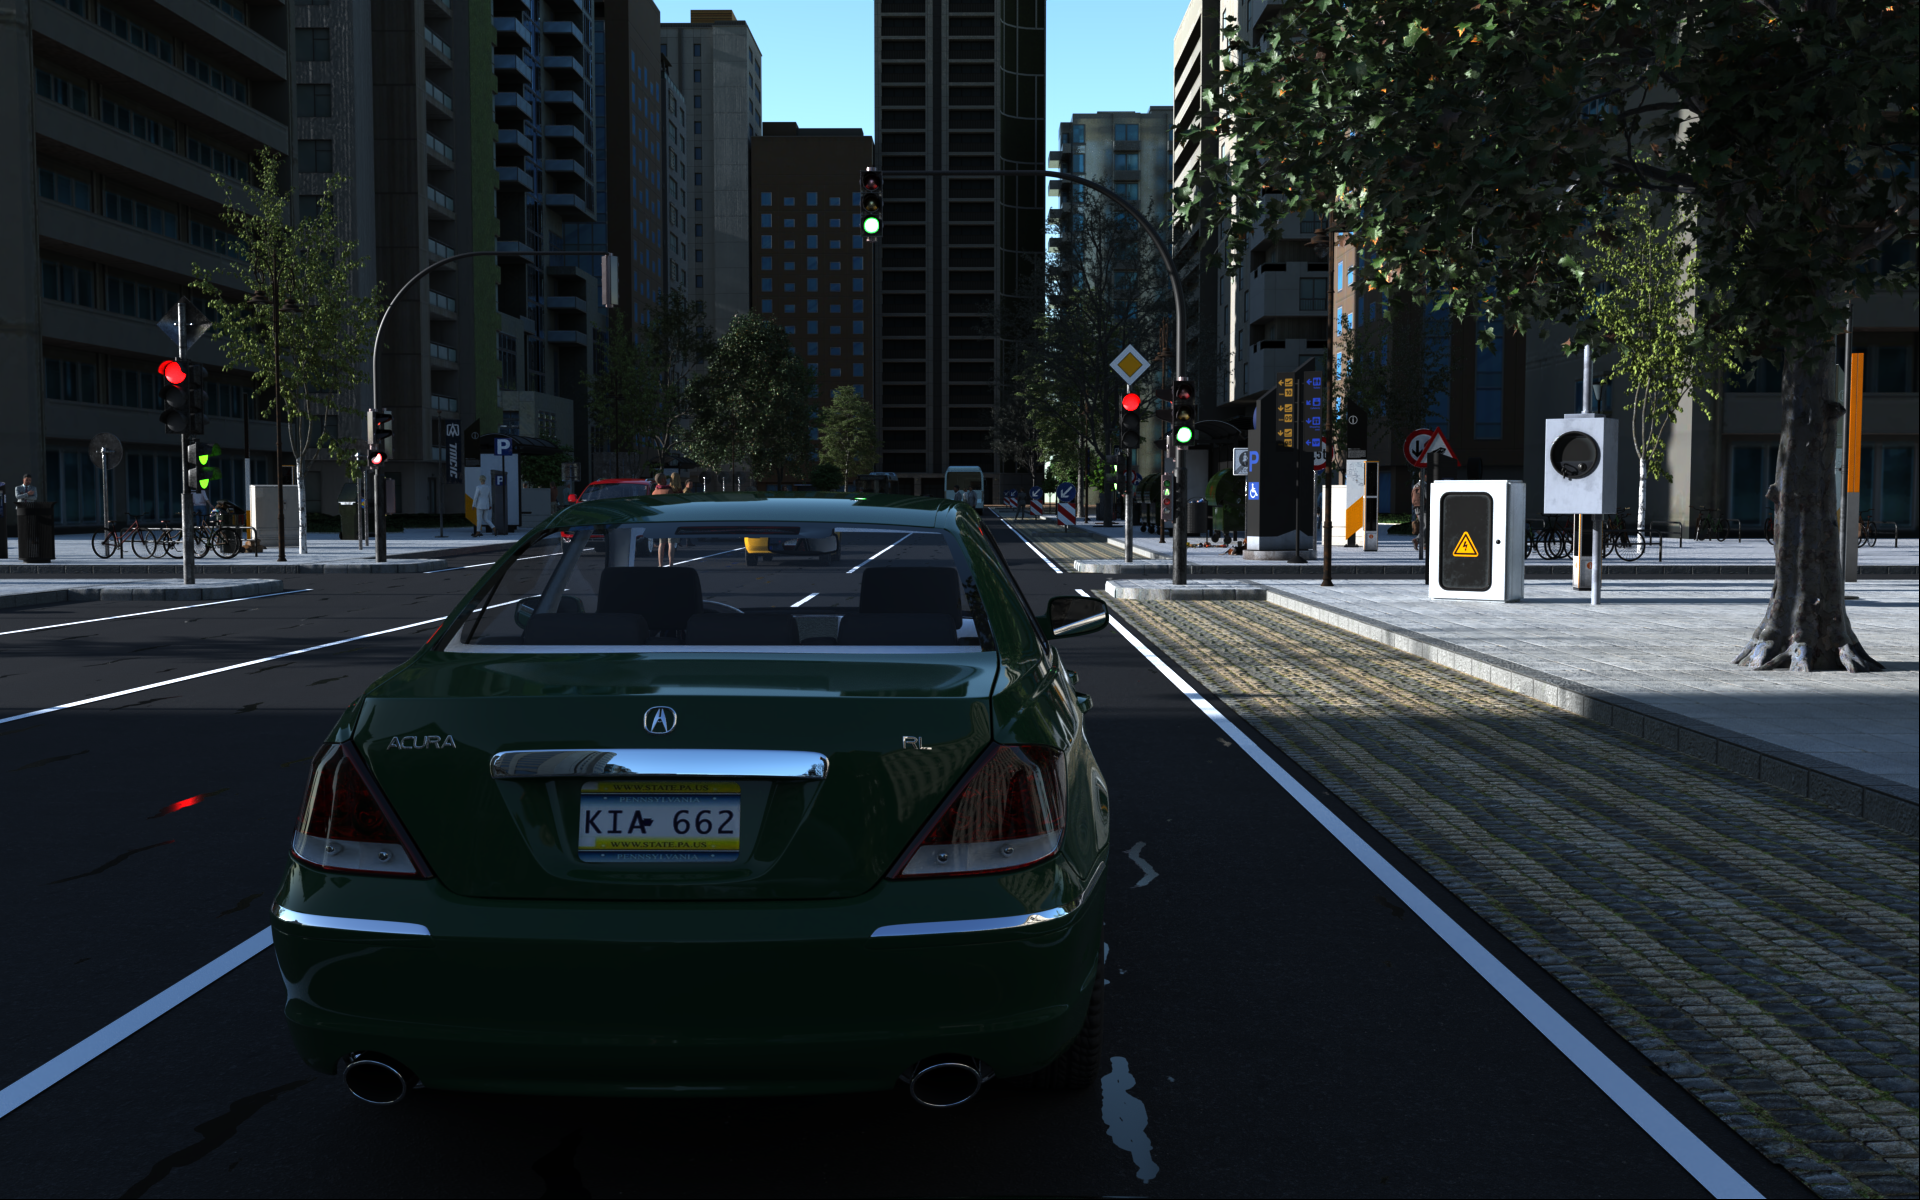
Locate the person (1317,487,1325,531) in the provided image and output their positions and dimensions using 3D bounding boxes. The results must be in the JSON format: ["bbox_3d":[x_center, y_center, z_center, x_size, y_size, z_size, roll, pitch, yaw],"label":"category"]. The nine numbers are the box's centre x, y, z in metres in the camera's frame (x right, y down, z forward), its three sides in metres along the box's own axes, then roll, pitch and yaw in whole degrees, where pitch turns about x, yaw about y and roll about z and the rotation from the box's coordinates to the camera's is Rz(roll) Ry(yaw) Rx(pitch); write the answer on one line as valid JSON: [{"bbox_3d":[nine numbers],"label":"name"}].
[{"bbox_3d":[12.621,-3.182,59.871,0.589,1.601,0.330,2,4,24],"label":"person"}]

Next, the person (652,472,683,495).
[{"bbox_3d":[-5.316,-1.421,31.701,0.580,1.828,0.573,-1,4,-20],"label":"person"}]

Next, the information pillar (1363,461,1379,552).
[{"bbox_3d":[9.187,-2.094,38.734,0.304,2.012,0.304,0,4,6],"label":"information pillar"}]

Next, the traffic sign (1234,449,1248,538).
[{"bbox_3d":[6.371,-2.225,38.503,0.606,2.300,0.079,0,4,3],"label":"traffic sign"}]

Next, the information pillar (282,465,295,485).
[{"bbox_3d":[-17.150,-2.432,44.253,0.304,2.012,0.304,-1,4,-12],"label":"information pillar"}]

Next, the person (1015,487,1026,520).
[{"bbox_3d":[3.172,-5.029,90.997,0.520,1.790,0.573,-3,4,-38],"label":"person"}]

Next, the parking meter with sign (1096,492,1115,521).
[{"bbox_3d":[7.074,-5.335,83.482,0.543,3.016,1.738,-1,4,-21],"label":"parking meter with sign"}]

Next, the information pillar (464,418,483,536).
[{"bbox_3d":[-14.903,-3.772,53.024,0.504,3.616,0.183,-1,4,-19],"label":"information pillar"}]

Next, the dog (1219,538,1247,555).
[{"bbox_3d":[5.861,-1.143,36.421,0.748,0.427,0.550,3,4,37],"label":"dog"}]

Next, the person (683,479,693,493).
[{"bbox_3d":[-7.466,-2.375,47.235,0.656,1.842,0.836,3,4,36],"label":"person"}]

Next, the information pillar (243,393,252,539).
[{"bbox_3d":[-16.623,-3.001,40.420,0.183,3.616,0.504,-1,4,-19],"label":"information pillar"}]

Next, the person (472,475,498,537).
[{"bbox_3d":[-14.091,-2.778,51.343,0.818,1.842,0.514,1,4,15],"label":"person"}]

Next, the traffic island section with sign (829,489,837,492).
[{"bbox_3d":[-9.797,-7.696,134.451,1.989,1.847,2.006,0,4,0],"label":"traffic island section with sign"}]

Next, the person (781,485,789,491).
[{"bbox_3d":[-6.265,-3.201,61.432,0.593,1.750,0.643,0,4,7],"label":"person"}]

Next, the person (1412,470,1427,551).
[{"bbox_3d":[10.556,-2.054,39.597,0.822,1.834,0.622,-2,4,-29],"label":"person"}]

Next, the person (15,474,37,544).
[{"bbox_3d":[-23.856,-2.328,44.291,0.466,1.800,0.511,3,5,42],"label":"person"}]

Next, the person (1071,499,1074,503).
[{"bbox_3d":[10.536,-9.557,162.323,1.348,1.821,0.705,-3,5,-40],"label":"person"}]

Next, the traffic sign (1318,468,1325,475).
[{"bbox_3d":[10.173,-3.052,50.006,0.768,2.556,0.104,0,4,5],"label":"traffic sign"}]

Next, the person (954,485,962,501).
[{"bbox_3d":[-0.063,-3.738,69.896,0.850,1.792,0.678,-1,4,-9],"label":"person"}]

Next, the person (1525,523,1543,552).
[{"bbox_3d":[11.742,-1.540,36.725,0.738,1.151,1.012,-2,4,-27],"label":"person"}]

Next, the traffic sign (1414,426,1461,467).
[{"bbox_3d":[9.197,-2.043,33.405,0.884,2.594,0.081,0,4,5],"label":"traffic sign"}]

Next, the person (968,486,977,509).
[{"bbox_3d":[0.639,-4.732,85.708,0.795,1.843,0.661,-3,5,-41],"label":"person"}]

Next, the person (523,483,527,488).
[{"bbox_3d":[-20.094,-4.484,79.692,0.444,1.785,0.601,-3,5,-43],"label":"person"}]

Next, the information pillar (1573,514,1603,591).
[{"bbox_3d":[8.347,-1.132,23.001,0.304,2.012,0.304,0,4,5],"label":"information pillar"}]

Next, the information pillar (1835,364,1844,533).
[{"bbox_3d":[16.028,-2.455,31.501,0.504,3.616,0.183,-2,4,-28],"label":"information pillar"}]

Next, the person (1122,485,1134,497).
[{"bbox_3d":[7.713,-4.456,79.258,0.532,1.782,0.716,1,4,19],"label":"person"}]

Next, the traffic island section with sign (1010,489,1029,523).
[{"bbox_3d":[3.636,-4.713,85.682,1.989,1.847,2.006,0,4,0],"label":"traffic island section with sign"}]

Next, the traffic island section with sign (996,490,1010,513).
[{"bbox_3d":[4.030,-7.688,134.330,1.989,1.847,2.006,0,4,0],"label":"traffic island section with sign"}]

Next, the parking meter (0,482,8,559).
[{"bbox_3d":[-19.134,-1.588,34.377,0.372,1.533,0.369,0,3,0],"label":"parking meter"}]

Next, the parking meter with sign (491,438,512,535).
[{"bbox_3d":[-14.502,-3.568,54.601,0.543,3.016,1.738,-1,4,-23],"label":"parking meter with sign"}]

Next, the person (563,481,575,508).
[{"bbox_3d":[-15.031,-3.665,66.457,0.782,1.767,0.515,3,5,43],"label":"person"}]

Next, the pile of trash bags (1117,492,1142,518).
[{"bbox_3d":[8.896,-5.016,91.763,1.912,1.369,3.447,-1,4,-12],"label":"pile of trash bags"}]

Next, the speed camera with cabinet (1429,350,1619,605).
[{"bbox_3d":[6.621,-1.594,20.403,2.038,3.252,0.660,3,4,37],"label":"speed camera with cabinet"}]

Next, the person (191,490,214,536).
[{"bbox_3d":[-23.116,-2.817,52.779,0.731,1.740,0.598,-1,4,-13],"label":"person"}]

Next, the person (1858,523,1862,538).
[{"bbox_3d":[18.458,-1.855,36.340,0.622,1.834,0.822,-1,4,-17],"label":"person"}]

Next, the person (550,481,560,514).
[{"bbox_3d":[-17.604,-4.216,74.949,0.573,1.828,0.580,-2,4,-24],"label":"person"}]

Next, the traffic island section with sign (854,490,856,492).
[{"bbox_3d":[-9.584,-9.344,161.406,1.989,1.847,2.006,0,4,0],"label":"traffic island section with sign"}]

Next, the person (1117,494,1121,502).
[{"bbox_3d":[12.351,-7.667,132.118,1.217,1.735,0.721,0,4,-1],"label":"person"}]

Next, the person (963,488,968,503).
[{"bbox_3d":[0.285,-5.935,105.770,0.641,1.798,0.478,0,4,-6],"label":"person"}]

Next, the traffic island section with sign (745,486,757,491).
[{"bbox_3d":[-10.200,-4.650,84.653,1.989,1.847,2.006,0,4,0],"label":"traffic island section with sign"}]

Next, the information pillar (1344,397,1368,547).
[{"bbox_3d":[9.524,-3.076,41.653,0.504,3.616,0.183,1,4,15],"label":"information pillar"}]

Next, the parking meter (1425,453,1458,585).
[{"bbox_3d":[6.830,-1.152,24.554,0.399,1.863,0.255,-2,4,-26],"label":"parking meter"}]

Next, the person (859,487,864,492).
[{"bbox_3d":[-4.993,-4.772,86.916,0.834,1.777,0.661,2,4,31],"label":"person"}]

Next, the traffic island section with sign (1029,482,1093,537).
[{"bbox_3d":[3.409,-3.016,57.945,1.989,1.847,2.006,0,4,0],"label":"traffic island section with sign"}]

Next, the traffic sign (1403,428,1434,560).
[{"bbox_3d":[9.007,-2.058,33.755,0.768,2.556,0.104,0,4,4],"label":"traffic sign"}]

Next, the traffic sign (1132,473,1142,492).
[{"bbox_3d":[10.594,-6.368,104.217,0.768,2.556,0.104,1,4,9],"label":"traffic sign"}]
